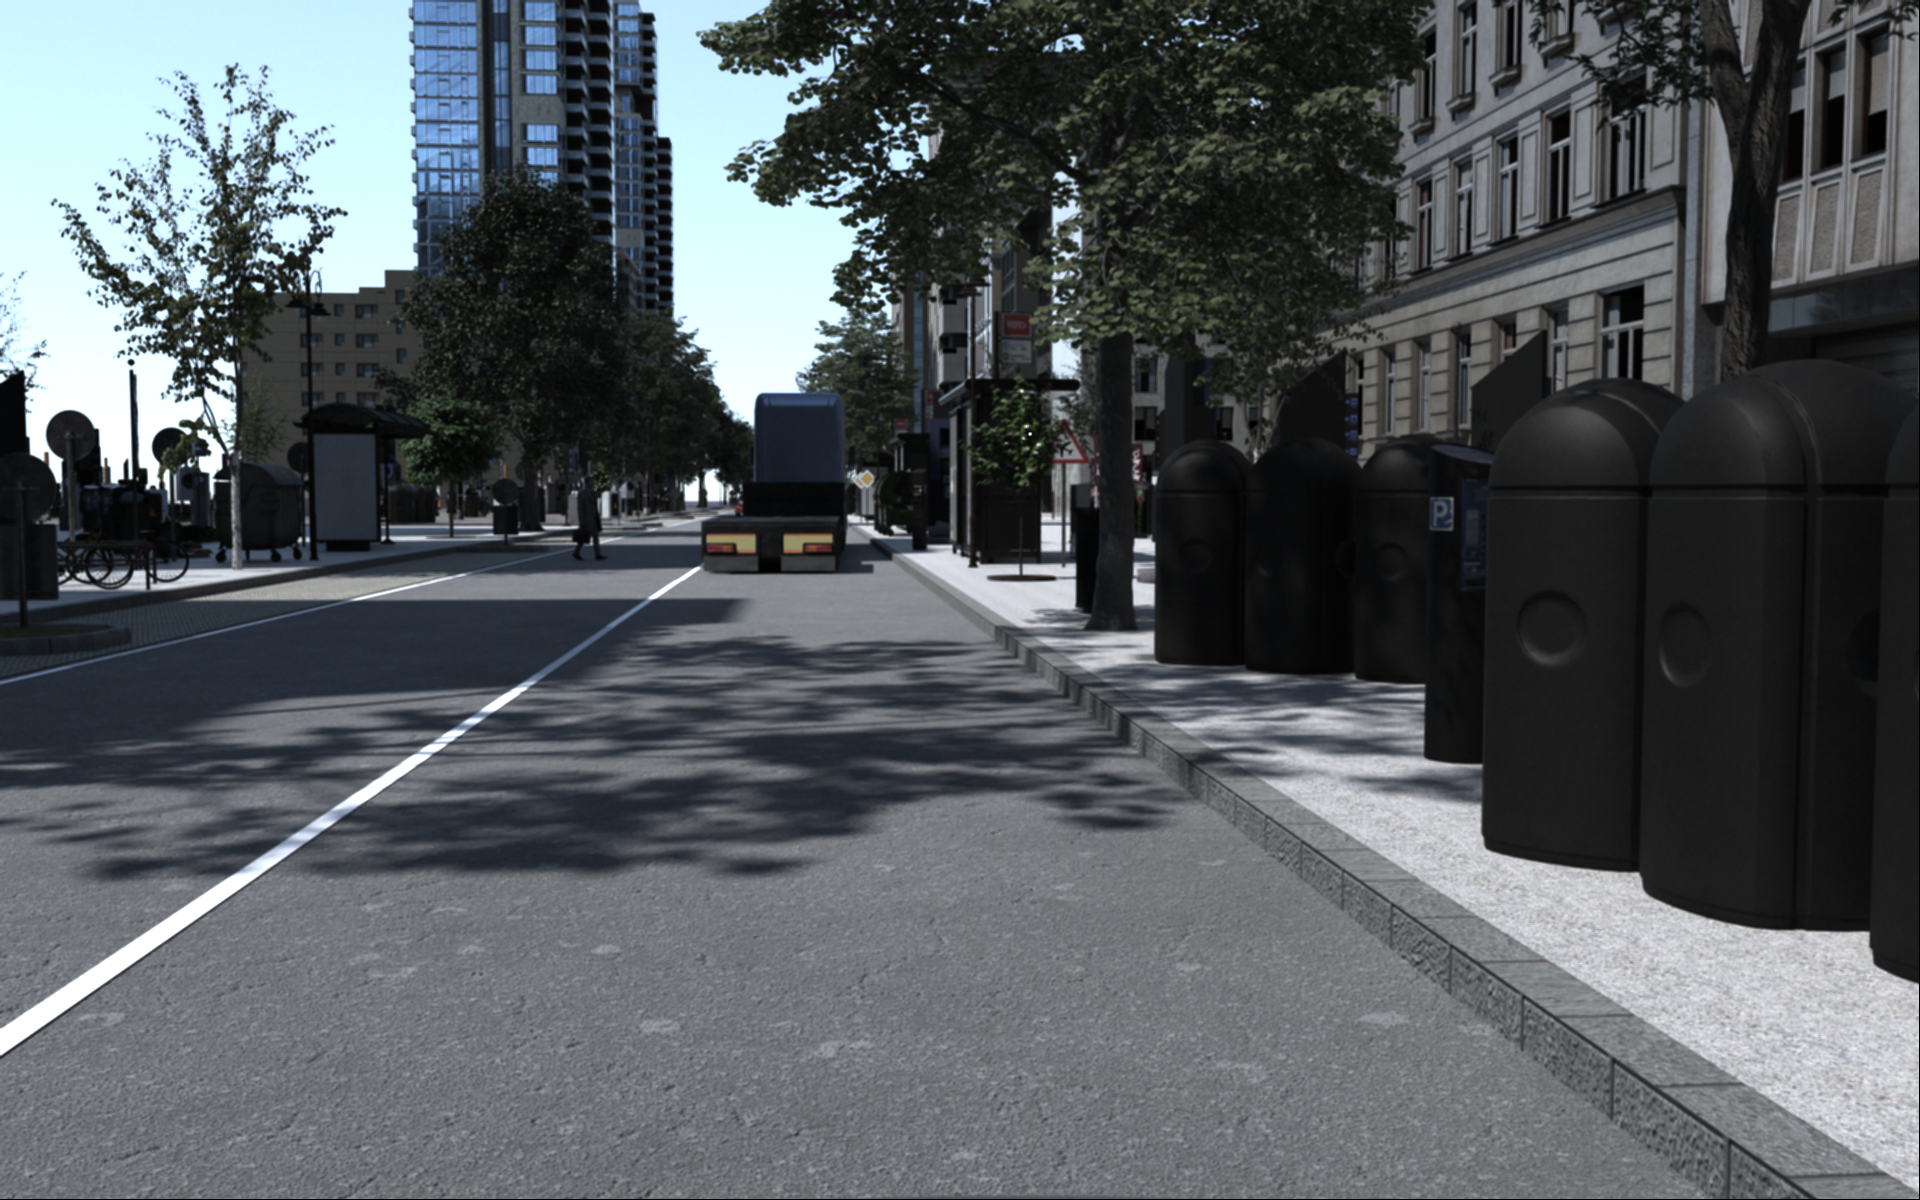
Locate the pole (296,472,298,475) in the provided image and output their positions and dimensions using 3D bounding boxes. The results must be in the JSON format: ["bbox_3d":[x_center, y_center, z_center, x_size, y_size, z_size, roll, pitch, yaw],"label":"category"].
[{"bbox_3d":[-50.341,-8.427,131.630,0.158,3.312,0.155,0,3,0],"label":"pole"}]

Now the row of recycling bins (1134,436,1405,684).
[{"bbox_3d":[2.902,-0.321,12.355,3.534,1.692,1.069,3,5,40],"label":"row of recycling bins"}]

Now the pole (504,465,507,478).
[{"bbox_3d":[-31.361,-7.689,119.552,0.158,3.312,0.155,0,3,0],"label":"pole"}]

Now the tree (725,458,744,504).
[{"bbox_3d":[-30.374,-16.940,227.325,4.360,8.622,3.978,0,3,0],"label":"tree"}]

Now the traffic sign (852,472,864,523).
[{"bbox_3d":[-4.432,-4.517,77.492,0.795,2.450,0.064,0,4,-5],"label":"traffic sign"}]

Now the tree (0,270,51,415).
[{"bbox_3d":[-30.037,-6.262,52.754,4.360,8.622,3.978,0,3,0],"label":"tree"}]

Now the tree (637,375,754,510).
[{"bbox_3d":[-23.221,-13.324,143.606,9.928,11.665,9.643,0,3,0],"label":"tree"}]

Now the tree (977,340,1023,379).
[{"bbox_3d":[1.816,-7.905,79.616,4.360,8.622,3.978,0,3,0],"label":"tree"}]

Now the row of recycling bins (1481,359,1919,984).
[{"bbox_3d":[2.818,0.131,4.970,1.069,1.692,3.534,-1,4,-23],"label":"row of recycling bins"}]

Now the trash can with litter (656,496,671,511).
[{"bbox_3d":[-21.971,-7.177,128.737,1.055,1.170,0.624,2,4,28],"label":"trash can with litter"}]

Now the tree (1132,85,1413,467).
[{"bbox_3d":[5.254,-4.816,29.107,4.360,8.622,3.978,0,3,0],"label":"tree"}]

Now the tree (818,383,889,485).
[{"bbox_3d":[-11.102,-15.964,171.382,12.009,13.543,11.850,0,3,0],"label":"tree"}]

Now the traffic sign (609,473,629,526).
[{"bbox_3d":[-13.535,-3.979,68.693,0.795,2.450,0.064,0,4,-5],"label":"traffic sign"}]

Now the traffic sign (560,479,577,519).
[{"bbox_3d":[-20.464,-5.536,90.525,0.884,2.594,0.081,0,4,3],"label":"traffic sign"}]

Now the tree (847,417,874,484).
[{"bbox_3d":[-7.544,-11.115,132.086,4.737,8.622,4.395,0,3,0],"label":"tree"}]

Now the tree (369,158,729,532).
[{"bbox_3d":[-14.900,-8.710,59.414,9.611,12.733,9.660,0,3,0],"label":"tree"}]

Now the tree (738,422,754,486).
[{"bbox_3d":[-37.572,-24.571,308.396,9.857,13.997,8.962,0,3,0],"label":"tree"}]

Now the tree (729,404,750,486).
[{"bbox_3d":[-24.987,-15.236,166.115,9.611,12.733,9.660,0,3,0],"label":"tree"}]

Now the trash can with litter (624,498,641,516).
[{"bbox_3d":[-19.185,-5.514,101.549,1.055,1.170,0.624,0,4,-7],"label":"trash can with litter"}]

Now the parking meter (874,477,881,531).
[{"bbox_3d":[-2.804,-3.371,60.820,0.399,1.863,0.255,-1,4,-14],"label":"parking meter"}]

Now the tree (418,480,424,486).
[{"bbox_3d":[-37.712,-10.455,121.301,4.737,8.622,4.395,0,3,0],"label":"tree"}]

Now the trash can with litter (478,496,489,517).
[{"bbox_3d":[-26.884,-5.266,97.489,0.624,1.170,1.055,0,4,-7],"label":"trash can with litter"}]

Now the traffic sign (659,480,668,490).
[{"bbox_3d":[-25.517,-9.114,149.116,0.768,2.556,0.104,0,4,-1],"label":"traffic sign"}]

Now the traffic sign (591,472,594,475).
[{"bbox_3d":[-21.007,-6.052,98.950,0.884,2.594,0.081,0,4,4],"label":"traffic sign"}]

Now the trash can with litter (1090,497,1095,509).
[{"bbox_3d":[6.188,-4.097,78.366,1.055,1.170,0.624,2,4,29],"label":"trash can with litter"}]

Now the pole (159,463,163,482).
[{"bbox_3d":[-47.250,-6.647,102.519,0.158,3.312,0.155,0,3,0],"label":"pole"}]

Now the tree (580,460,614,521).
[{"bbox_3d":[-17.352,-5.472,84.061,1.663,3.219,1.824,0,3,0],"label":"tree"}]

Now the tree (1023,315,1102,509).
[{"bbox_3d":[5.199,-7.235,68.647,4.360,8.622,3.978,0,3,0],"label":"tree"}]

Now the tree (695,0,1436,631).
[{"bbox_3d":[1.358,-6.015,16.466,7.486,12.596,7.792,0,3,0],"label":"tree"}]

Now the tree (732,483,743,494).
[{"bbox_3d":[-33.351,-16.165,258.899,1.663,3.219,1.824,0,3,0],"label":"tree"}]

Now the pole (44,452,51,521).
[{"bbox_3d":[-44.084,-5.494,83.663,0.158,3.312,0.155,0,3,0],"label":"pole"}]

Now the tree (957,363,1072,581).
[{"bbox_3d":[0.779,-1.910,25.825,1.663,3.219,1.824,0,3,0],"label":"tree"}]

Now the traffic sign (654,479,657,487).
[{"bbox_3d":[-24.829,-8.527,139.522,0.768,2.556,0.104,0,4,-1],"label":"traffic sign"}]

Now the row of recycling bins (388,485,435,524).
[{"bbox_3d":[-24.254,-4.243,76.483,1.069,1.692,3.534,1,4,8],"label":"row of recycling bins"}]

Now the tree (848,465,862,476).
[{"bbox_3d":[-18.095,-19.727,248.297,9.928,11.665,9.643,0,3,0],"label":"tree"}]

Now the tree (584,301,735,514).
[{"bbox_3d":[-20.406,-12.638,113.284,9.857,13.997,8.962,0,3,0],"label":"tree"}]

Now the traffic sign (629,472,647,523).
[{"bbox_3d":[-14.240,-4.465,76.647,0.795,2.450,0.064,0,4,-5],"label":"traffic sign"}]

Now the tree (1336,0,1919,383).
[{"bbox_3d":[2.918,-4.421,6.704,7.601,10.594,8.767,-3,5,-40],"label":"tree"}]

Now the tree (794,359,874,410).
[{"bbox_3d":[-14.065,-22.166,218.307,12.611,20.169,13.585,0,3,0],"label":"tree"}]

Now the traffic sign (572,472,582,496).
[{"bbox_3d":[-20.420,-5.541,91.787,0.795,2.450,0.064,0,4,-3],"label":"traffic sign"}]

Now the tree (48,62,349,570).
[{"bbox_3d":[-12.509,-4.819,29.149,4.737,8.622,4.395,0,3,0],"label":"tree"}]

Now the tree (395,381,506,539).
[{"bbox_3d":[-14.933,-4.080,50.420,4.285,4.588,4.351,0,3,0],"label":"tree"}]

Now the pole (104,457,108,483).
[{"bbox_3d":[-47.552,-6.280,96.522,0.158,3.312,0.155,0,3,0],"label":"pole"}]

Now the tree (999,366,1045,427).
[{"bbox_3d":[2.808,-9.184,100.518,4.737,8.622,4.395,0,3,0],"label":"tree"}]

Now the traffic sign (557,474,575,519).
[{"bbox_3d":[-18.133,-4.873,79.684,0.884,2.594,0.081,0,4,3],"label":"traffic sign"}]

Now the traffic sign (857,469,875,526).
[{"bbox_3d":[-3.727,-4.030,69.538,0.795,2.450,0.064,0,4,-5],"label":"traffic sign"}]
